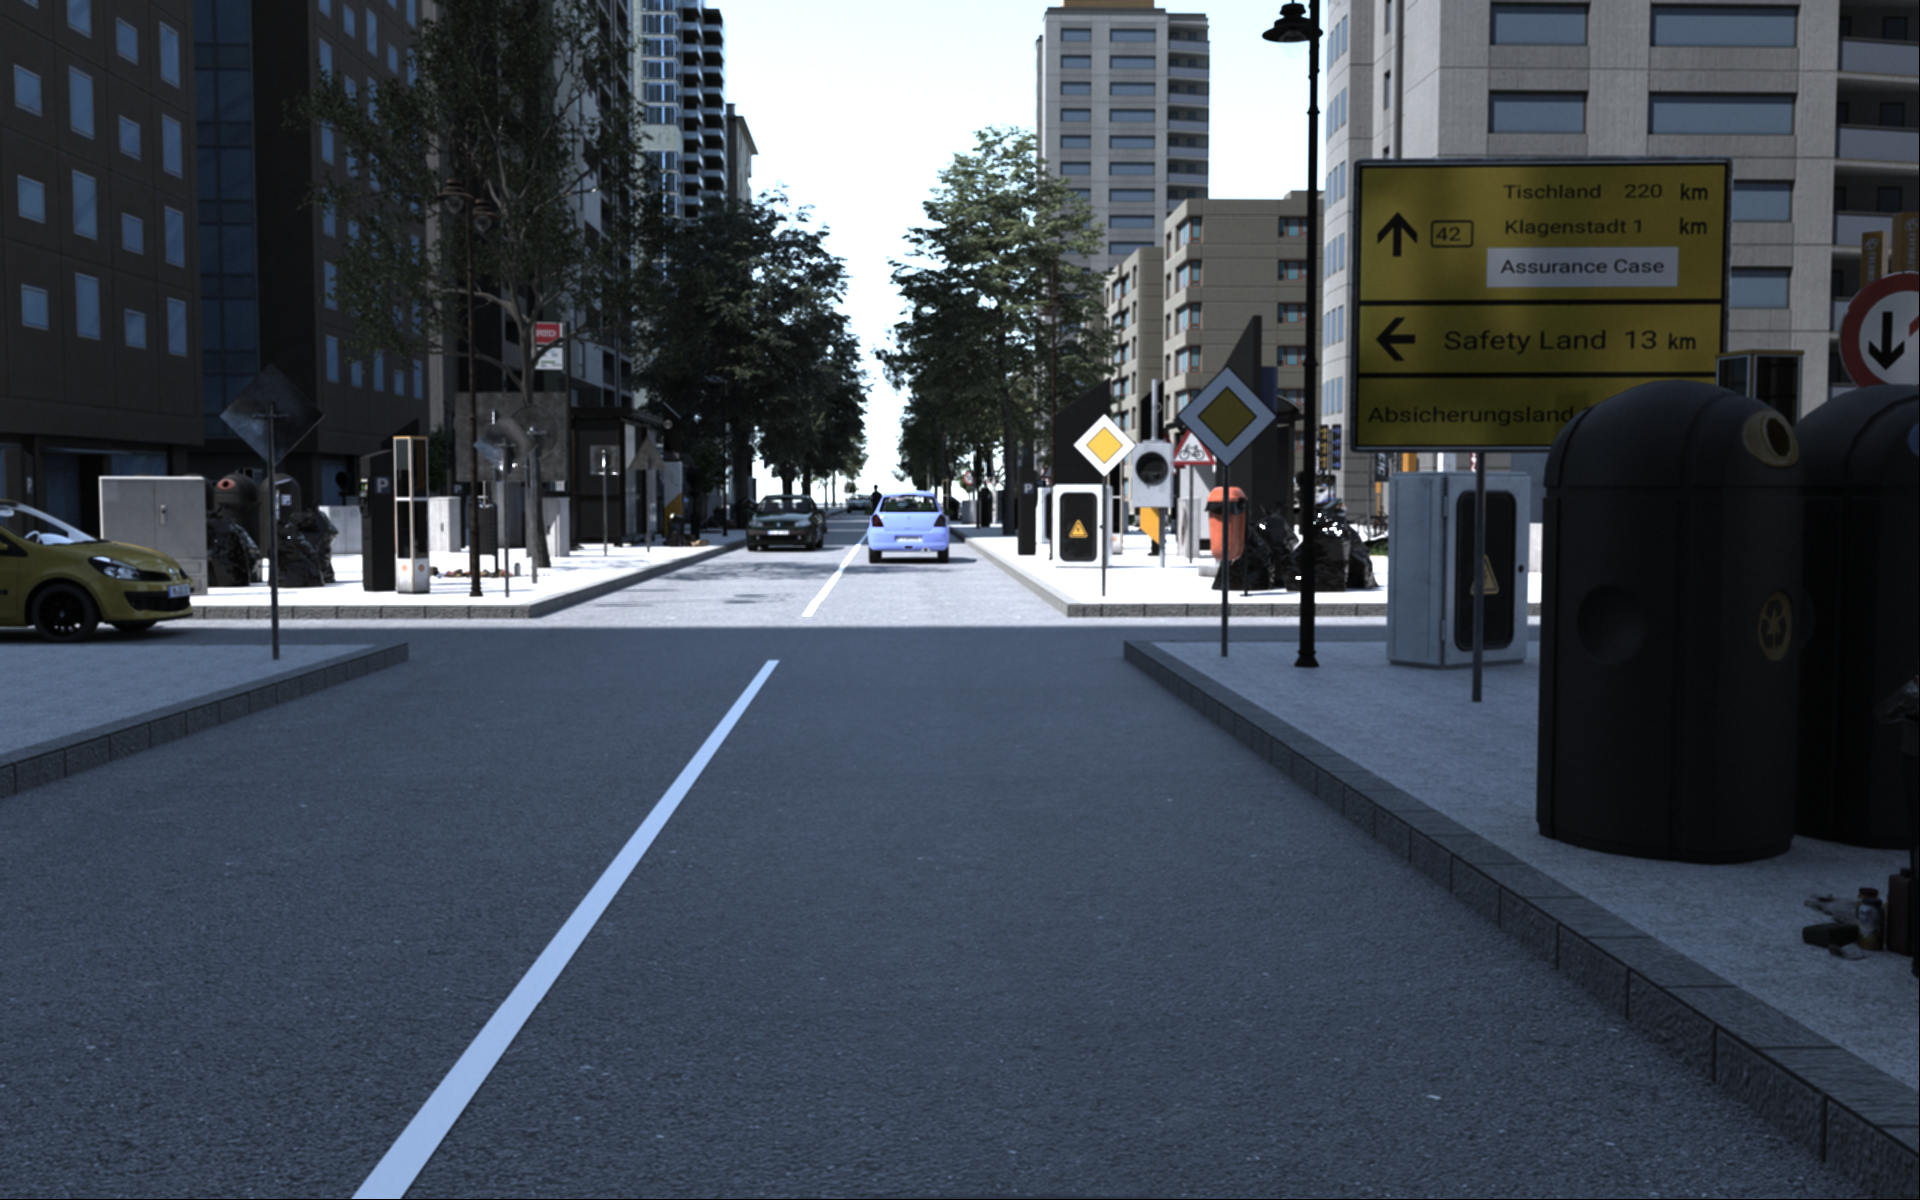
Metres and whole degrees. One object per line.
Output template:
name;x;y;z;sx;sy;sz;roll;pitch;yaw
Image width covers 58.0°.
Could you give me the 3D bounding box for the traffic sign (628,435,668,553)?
traffic sign;-6.823;-2.315;37.861;0.884;2.594;0.081;0;4;7

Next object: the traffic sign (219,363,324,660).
traffic sign;-5.303;-0.595;13.373;0.795;2.450;0.064;0;4;-2

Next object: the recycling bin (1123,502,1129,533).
recycling bin;5.132;-2.761;57.692;0.722;1.027;0.722;-3;5;-43

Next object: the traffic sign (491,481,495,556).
traffic sign;-9.609;-2.179;35.625;0.884;2.594;0.081;0;4;3

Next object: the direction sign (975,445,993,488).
direction sign;1.131;-5.418;80.580;0.876;3.537;0.379;1;4;22

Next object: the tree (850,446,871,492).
tree;-12.321;-14.911;194.153;4.360;8.622;3.978;0;3;0

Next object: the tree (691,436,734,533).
tree;-8.277;-3.839;57.362;1.663;3.219;1.824;0;3;0

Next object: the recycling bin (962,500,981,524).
recycling bin;0.554;-3.725;73.453;0.722;1.027;0.722;3;5;44

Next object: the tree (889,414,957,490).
tree;-4.560;-19.239;231.561;9.611;12.733;9.660;0;3;0

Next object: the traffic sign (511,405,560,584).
traffic sign;-6.087;-1.504;24.705;0.768;2.556;0.104;0;4;5

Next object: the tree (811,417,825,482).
tree;-12.358;-15.624;173.580;7.486;12.596;7.792;0;3;0

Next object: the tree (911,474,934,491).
tree;-4.684;-14.356;218.428;4.285;4.588;4.351;0;3;0

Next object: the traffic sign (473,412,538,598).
traffic sign;-5.595;-1.083;21.352;0.795;2.450;0.064;0;4;-2

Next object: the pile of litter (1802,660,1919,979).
pile of litter;2.943;0.573;4.602;1.176;0.858;1.719;1;4;11

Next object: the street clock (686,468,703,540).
street clock;-7.408;-2.678;48.361;0.471;2.002;0.358;3;5;44

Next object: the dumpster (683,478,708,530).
dumpster;-9.756;-3.457;62.282;1.264;1.857;1.865;0;4;-2

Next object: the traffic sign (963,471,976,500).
traffic sign;0.557;-5.853;95.804;0.768;2.556;0.104;0;4;6

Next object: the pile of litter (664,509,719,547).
pile of litter;-6.723;-1.746;42.511;1.176;0.858;1.719;0;4;2

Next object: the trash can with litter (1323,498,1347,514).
trash can with litter;10.900;-2.449;51.433;1.055;1.170;0.624;-1;4;-16

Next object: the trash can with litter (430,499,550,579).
trash can with litter;-7.674;-0.977;27.038;2.233;1.210;1.678;2;4;25

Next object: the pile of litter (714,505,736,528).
pile of litter;-8.904;-3.159;65.612;1.176;0.858;1.719;3;4;38

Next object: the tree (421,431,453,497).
tree;-16.358;-3.571;52.988;1.663;3.219;1.824;0;3;0

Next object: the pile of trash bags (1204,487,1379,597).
pile of trash bags;4.181;-0.808;22.961;1.912;1.369;3.447;2;4;34

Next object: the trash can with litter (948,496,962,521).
trash can with litter;-0.063;-4.372;82.869;1.055;1.170;0.624;2;4;32

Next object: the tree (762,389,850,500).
tree;-9.678;-9.394;103.951;4.360;8.622;3.978;0;3;0

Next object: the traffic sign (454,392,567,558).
traffic sign;-8.972;-2.489;34.576;2.265;3.308;0.079;0;4;5

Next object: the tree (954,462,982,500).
tree;0.634;-6.616;102.767;1.663;3.219;1.824;0;3;0

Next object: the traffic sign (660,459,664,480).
traffic sign;-8.420;-2.945;50.281;0.606;2.300;0.079;0;4;7

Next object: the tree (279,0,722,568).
tree;-7.604;-5.833;29.790;7.601;10.594;8.767;0;4;-4

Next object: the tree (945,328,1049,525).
tree;1.664;-7.412;71.545;4.737;8.622;4.395;0;3;0

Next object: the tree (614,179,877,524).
tree;-9.003;-10.006;70.248;9.857;13.997;8.962;0;3;0

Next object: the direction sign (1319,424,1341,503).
direction sign;12.059;-3.946;56.516;0.379;3.537;0.876;-3;4;-38

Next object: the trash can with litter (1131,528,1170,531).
trash can with litter;6.894;-3.066;61.191;1.678;1.210;2.233;1;4;21

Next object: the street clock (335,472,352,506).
street clock;-19.967;-3.154;56.130;0.471;2.002;0.358;1;4;23

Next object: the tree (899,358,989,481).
tree;-0.615;-12.220;125.556;9.928;11.665;9.643;0;3;0

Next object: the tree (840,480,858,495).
tree;-14.840;-14.421;230.389;1.663;3.219;1.824;0;3;0

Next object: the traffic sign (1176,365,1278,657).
traffic sign;2.087;-0.610;13.622;0.795;2.450;0.064;0;4;-2

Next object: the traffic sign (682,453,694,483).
traffic sign;-8.686;-3.304;54.134;0.768;2.556;0.104;0;4;6

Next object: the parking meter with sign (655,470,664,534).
parking meter with sign;-9.859;-3.629;55.599;1.738;3.016;0.543;0;4;4

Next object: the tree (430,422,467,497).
tree;-23.482;-5.772;78.090;4.285;4.588;4.351;0;3;0

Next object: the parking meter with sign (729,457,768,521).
parking meter with sign;-9.895;-5.183;81.002;1.738;3.016;0.543;-1;4;-20

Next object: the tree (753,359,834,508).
tree;-9.442;-8.737;93.204;4.737;8.622;4.395;0;3;0

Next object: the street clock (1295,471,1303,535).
street clock;10.733;-3.035;54.185;0.471;2.002;0.358;-1;4;-19

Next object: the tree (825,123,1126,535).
tree;1.133;-8.315;54.084;7.486;12.596;7.792;0;3;0

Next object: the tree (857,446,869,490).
tree;-12.220;-14.454;186.677;4.737;8.622;4.395;0;3;0

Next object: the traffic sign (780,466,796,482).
traffic sign;-7.834;-4.818;78.886;0.768;2.556;0.104;0;4;5

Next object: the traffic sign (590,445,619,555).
traffic sign;-7.428;-2.086;36.240;0.606;2.300;0.079;0;4;-1

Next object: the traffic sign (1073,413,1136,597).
traffic sign;1.795;-1.098;21.602;0.795;2.450;0.064;0;4;-2

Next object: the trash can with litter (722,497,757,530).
trash can with litter;-8.030;-3.133;62.618;0.624;1.170;1.055;3;5;44

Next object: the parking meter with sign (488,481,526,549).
parking meter with sign;-10.674;-2.730;40.891;0.543;3.016;1.738;1;4;17

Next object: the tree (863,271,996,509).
tree;-2.262;-17.976;149.803;12.611;20.169;13.585;0;3;0

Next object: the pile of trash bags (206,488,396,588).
pile of trash bags;-9.194;-0.895;24.391;3.447;1.369;1.912;0;4;4

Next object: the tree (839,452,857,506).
tree;-12.348;-12.552;155.592;4.737;8.622;4.395;0;3;0

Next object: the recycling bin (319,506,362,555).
recycling bin;-13.133;-1.479;36.730;0.722;1.027;0.722;-2;4;-34

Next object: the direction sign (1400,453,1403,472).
direction sign;15.886;-4.298;62.267;0.379;3.537;0.876;0;4;7
